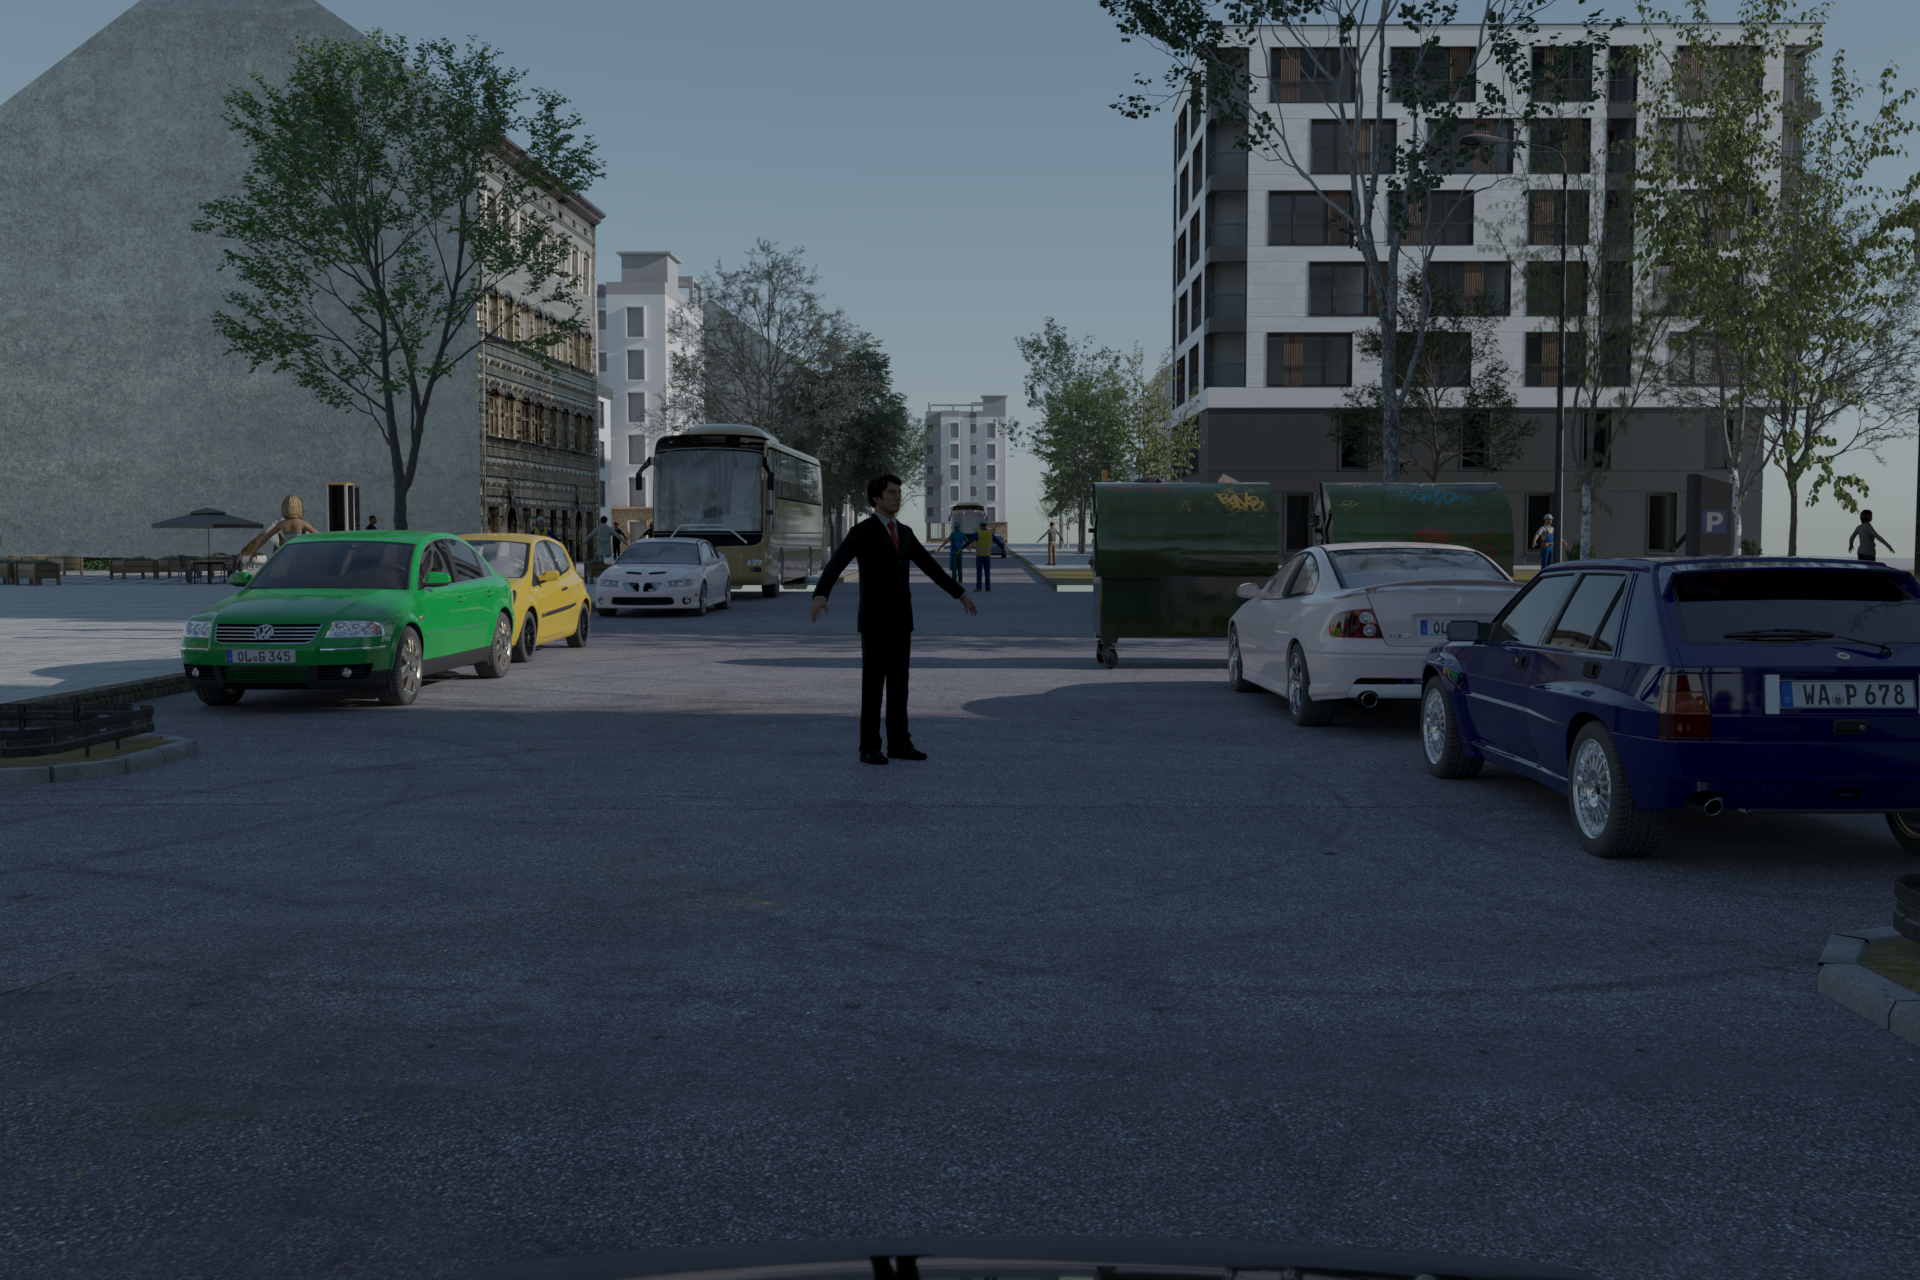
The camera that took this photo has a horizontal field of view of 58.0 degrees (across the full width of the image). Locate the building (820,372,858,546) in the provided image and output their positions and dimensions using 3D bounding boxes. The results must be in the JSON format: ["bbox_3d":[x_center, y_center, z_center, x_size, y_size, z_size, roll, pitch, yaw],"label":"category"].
[{"bbox_3d":[-21.703,-20.726,205.327,16.747,18.905,31.486,0,4,1],"label":"building"}]

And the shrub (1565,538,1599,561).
[{"bbox_3d":[19.849,-2.704,55.321,1.383,1.207,1.383,0,3,0],"label":"shrub"}]

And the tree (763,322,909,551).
[{"bbox_3d":[-7.517,-12.199,106.114,9.857,13.997,8.962,0,3,0],"label":"tree"}]

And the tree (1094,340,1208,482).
[{"bbox_3d":[7.276,-7.116,66.701,4.737,8.622,4.395,0,3,0],"label":"tree"}]

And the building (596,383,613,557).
[{"bbox_3d":[-24.614,-9.679,100.397,9.099,9.664,28.070,0,4,1],"label":"building"}]

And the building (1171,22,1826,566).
[{"bbox_3d":[24.204,-14.804,86.023,27.936,21.610,32.646,0,4,1],"label":"building"}]

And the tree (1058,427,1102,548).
[{"bbox_3d":[8.294,-10.357,119.701,4.360,8.622,3.978,0,3,0],"label":"tree"}]

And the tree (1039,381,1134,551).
[{"bbox_3d":[9.273,-12.832,127.922,7.486,12.596,7.792,0,3,0],"label":"tree"}]

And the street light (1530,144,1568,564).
[{"bbox_3d":[7.575,-2.919,20.264,1.470,5.913,1.316,0,4,1],"label":"street light"}]

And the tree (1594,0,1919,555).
[{"bbox_3d":[9.731,-4.330,21.160,4.737,8.622,4.395,0,3,0],"label":"tree"}]

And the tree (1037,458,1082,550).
[{"bbox_3d":[8.641,-11.418,137.045,4.360,8.622,3.978,0,3,0],"label":"tree"}]

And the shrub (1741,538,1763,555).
[{"bbox_3d":[25.765,-2.786,56.668,1.383,1.207,1.383,0,3,0],"label":"shrub"}]

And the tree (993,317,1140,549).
[{"bbox_3d":[9.229,-17.934,149.113,12.611,20.169,13.585,0,3,0],"label":"tree"}]

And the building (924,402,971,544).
[{"bbox_3d":[-4.573,-23.305,239.916,11.380,20.090,16.016,0,4,1],"label":"building"}]

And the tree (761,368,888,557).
[{"bbox_3d":[-7.364,-9.884,96.013,7.601,10.594,8.767,1,4,16],"label":"tree"}]

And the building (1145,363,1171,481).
[{"bbox_3d":[28.429,-20.697,169.325,19.493,23.208,18.063,0,4,1],"label":"building"}]

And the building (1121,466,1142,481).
[{"bbox_3d":[25.548,-16.693,215.081,9.099,9.664,28.070,0,4,1],"label":"building"}]

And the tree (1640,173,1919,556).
[{"bbox_3d":[28.939,-9.142,59.848,12.009,13.543,11.850,0,3,0],"label":"tree"}]

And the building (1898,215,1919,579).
[{"bbox_3d":[30.292,-15.422,31.742,16.754,29.471,25.880,0,4,1],"label":"building"}]

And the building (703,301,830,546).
[{"bbox_3d":[-23.137,-20.833,171.553,19.493,23.208,18.063,0,4,1],"label":"building"}]

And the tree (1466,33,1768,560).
[{"bbox_3d":[9.391,-4.657,26.506,4.360,8.622,3.978,0,3,0],"label":"tree"}]

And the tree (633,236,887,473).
[{"bbox_3d":[-7.893,-9.808,70.731,12.009,13.543,11.850,0,3,0],"label":"tree"}]

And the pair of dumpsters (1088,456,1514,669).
[{"bbox_3d":[3.608,-0.847,18.794,4.436,2.255,1.574,0,4,1],"label":"pair of dumpsters"}]

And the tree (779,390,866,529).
[{"bbox_3d":[-7.610,-8.474,88.912,4.360,8.622,3.978,0,3,0],"label":"tree"}]

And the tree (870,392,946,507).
[{"bbox_3d":[-6.521,-14.649,149.873,12.009,13.543,11.850,0,3,0],"label":"tree"}]

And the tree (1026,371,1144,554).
[{"bbox_3d":[7.887,-11.269,110.009,9.928,11.665,9.643,0,3,0],"label":"tree"}]

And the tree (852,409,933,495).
[{"bbox_3d":[-6.259,-12.957,137.601,9.928,11.665,9.643,0,3,0],"label":"tree"}]

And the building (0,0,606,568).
[{"bbox_3d":[-26.759,-14.831,73.415,19.493,23.208,18.063,0,4,2],"label":"building"}]

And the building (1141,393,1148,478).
[{"bbox_3d":[29.843,-21.831,187.862,19.493,23.208,18.063,0,4,1],"label":"building"}]

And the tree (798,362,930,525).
[{"bbox_3d":[-7.207,-12.814,119.872,12.009,13.543,11.850,0,3,0],"label":"tree"}]

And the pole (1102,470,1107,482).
[{"bbox_3d":[4.591,-3.742,55.026,0.158,3.312,0.155,0,3,0],"label":"pole"}]

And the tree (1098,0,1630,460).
[{"bbox_3d":[8.264,-11.120,37.709,12.611,20.169,13.585,0,3,0],"label":"tree"}]

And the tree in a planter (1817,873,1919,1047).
[{"bbox_3d":[3.673,-0.471,4.928,1.991,3.239,1.994,0,4,1],"label":"tree in a planter"}]

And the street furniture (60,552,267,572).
[{"bbox_3d":[-29.593,-2.762,60.781,10.072,0.657,5.734,0,4,6],"label":"street furniture"}]

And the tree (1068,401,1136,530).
[{"bbox_3d":[7.680,-8.936,96.473,4.360,8.622,3.978,0,3,0],"label":"tree"}]

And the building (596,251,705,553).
[{"bbox_3d":[-24.350,-15.954,117.262,16.016,20.090,11.380,0,4,1],"label":"building"}]
